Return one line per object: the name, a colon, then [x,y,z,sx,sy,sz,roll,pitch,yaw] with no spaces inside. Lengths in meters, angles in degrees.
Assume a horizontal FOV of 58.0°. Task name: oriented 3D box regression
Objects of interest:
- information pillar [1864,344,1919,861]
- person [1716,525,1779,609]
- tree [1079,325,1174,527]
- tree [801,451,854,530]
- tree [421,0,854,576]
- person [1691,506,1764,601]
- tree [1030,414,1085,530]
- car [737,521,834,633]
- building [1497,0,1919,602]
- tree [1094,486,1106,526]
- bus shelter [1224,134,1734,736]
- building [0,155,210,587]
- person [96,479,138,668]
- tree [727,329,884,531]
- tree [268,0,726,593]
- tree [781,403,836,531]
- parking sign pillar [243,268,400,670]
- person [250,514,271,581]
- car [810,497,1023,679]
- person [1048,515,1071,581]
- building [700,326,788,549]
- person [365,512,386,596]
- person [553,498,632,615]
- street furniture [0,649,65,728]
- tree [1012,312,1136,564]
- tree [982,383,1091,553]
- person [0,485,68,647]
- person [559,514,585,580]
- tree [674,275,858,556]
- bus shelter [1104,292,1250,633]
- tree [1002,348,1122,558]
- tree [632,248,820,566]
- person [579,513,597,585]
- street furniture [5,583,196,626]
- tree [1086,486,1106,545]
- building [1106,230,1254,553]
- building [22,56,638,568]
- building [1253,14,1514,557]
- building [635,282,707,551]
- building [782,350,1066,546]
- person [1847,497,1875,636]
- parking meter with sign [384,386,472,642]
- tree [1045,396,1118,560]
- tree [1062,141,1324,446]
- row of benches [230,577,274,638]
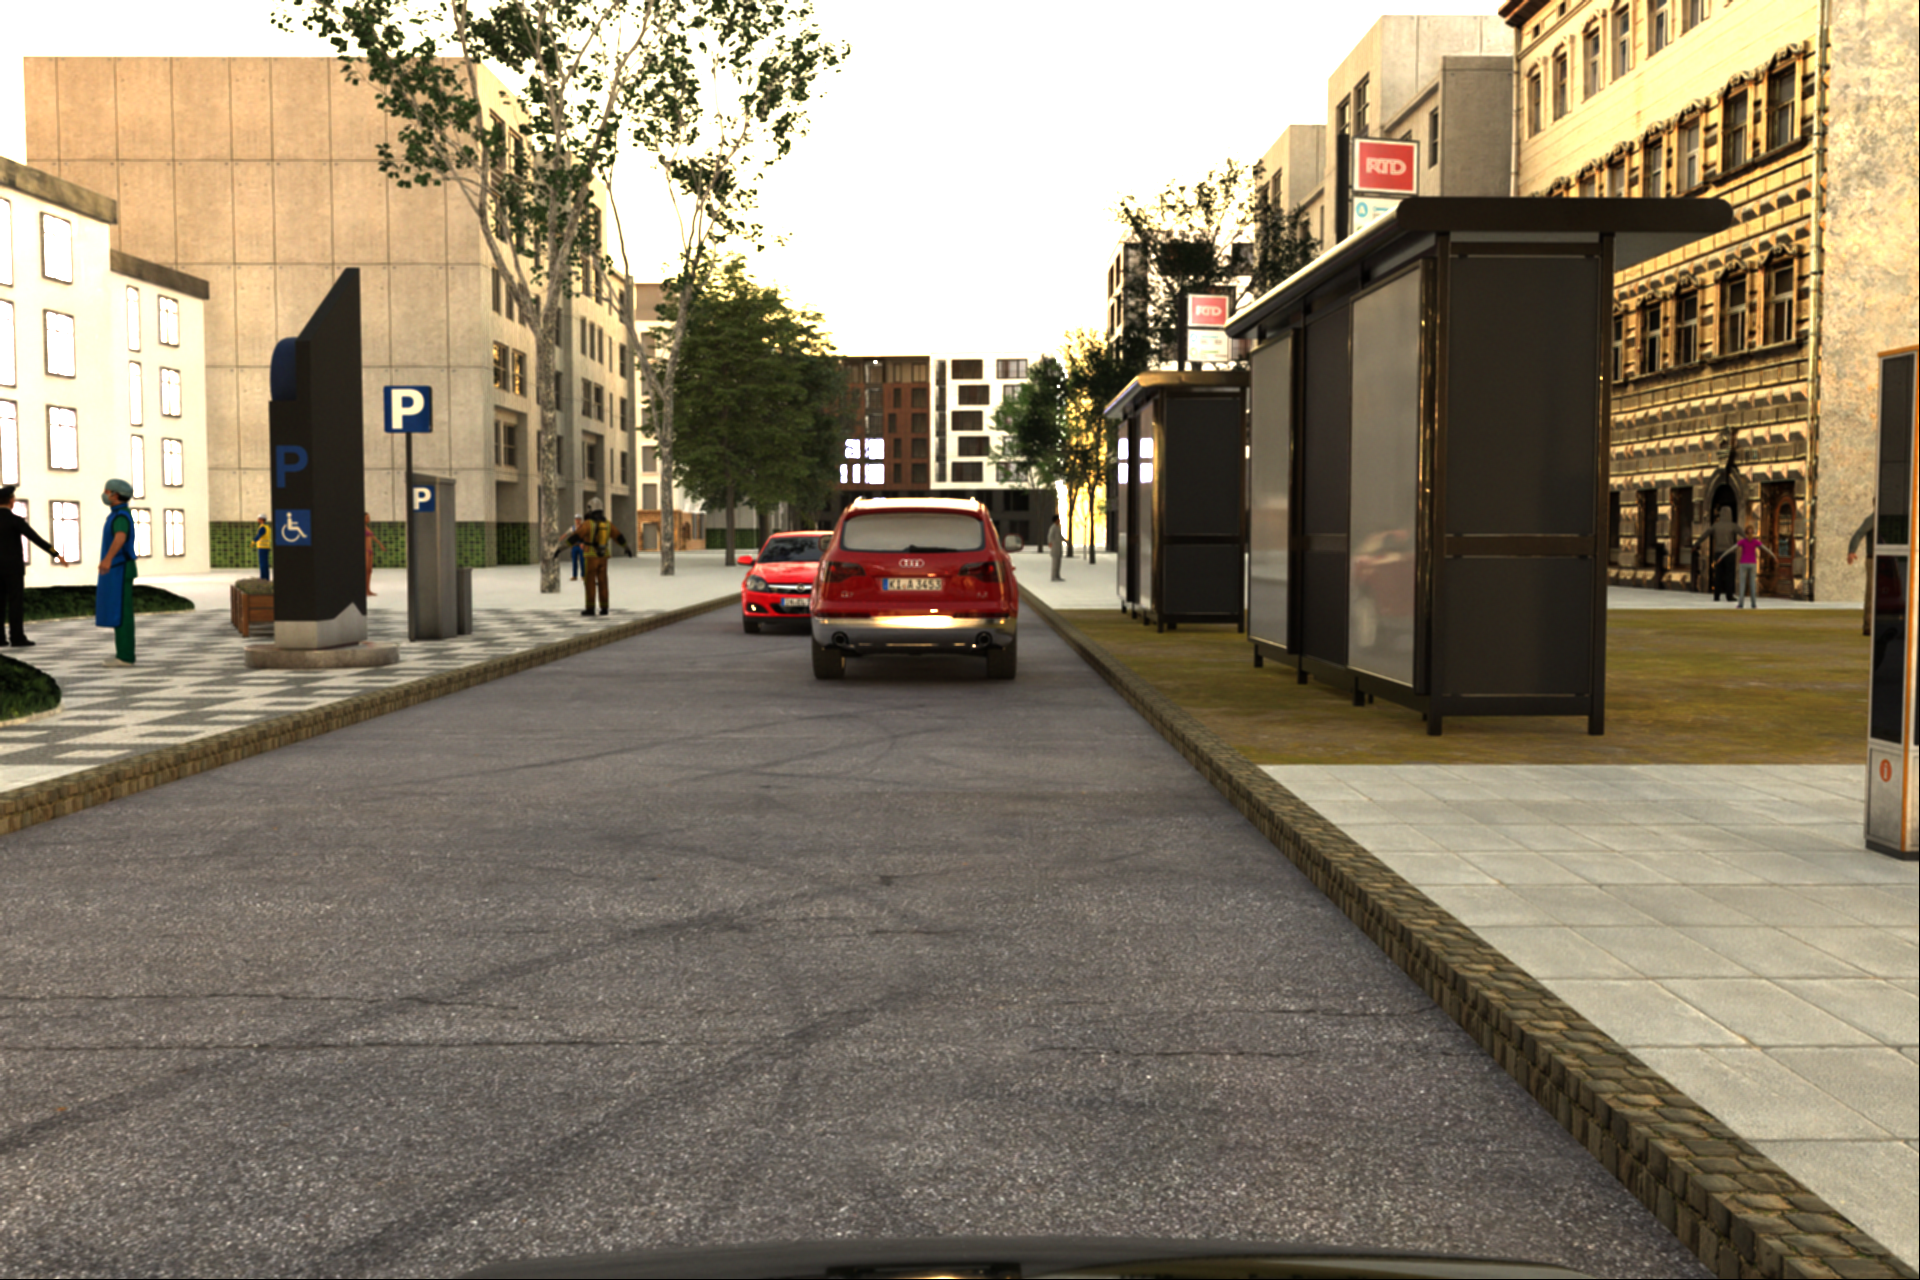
information pillar: [3.842,-0.146,6.876,0.304,2.012,0.304,0,4,0]
person: [13.591,-1.261,29.885,0.991,1.433,0.599,1,4,16]
tree: [5.707,-6.655,59.173,4.360,8.622,3.978,0,3,0]
tree: [-9.667,-10.008,113.991,4.360,8.622,3.978,0,3,0]
tree: [-10.069,-12.129,54.204,12.611,20.169,13.585,0,3,0]
person: [14.629,-1.649,33.097,1.348,1.813,0.705,3,5,42]
tree: [5.696,-9.382,103.757,4.360,8.622,3.978,0,3,0]
car: [-2.258,-1.061,26.390,2.155,1.783,4.494,0,4,-1]
building: [25.266,-12.860,41.184,19.493,23.208,18.063,0,4,0]
tree: [17.161,-15.463,203.186,4.737,8.622,4.395,0,3,0]
bus shelter: [3.668,-2.294,15.135,2.179,5.291,8.768,0,4,-2]
building: [-25.738,-6.212,43.718,9.099,9.664,28.070,0,3,0]
person: [-8.181,-0.653,16.796,0.704,1.817,1.347,-1,4,-23]
tree: [-9.693,-11.862,104.315,12.009,13.543,11.850,0,3,0]
tree: [-10.359,-11.131,37.879,12.611,20.169,13.585,0,3,0]
tree: [-9.022,-8.831,94.747,4.737,8.622,4.395,0,3,0]
parking sign pillar: [-6.289,-1.744,16.982,1.447,3.967,1.447,0,4,2]
person: [-18.883,-2.501,46.866,0.705,1.833,1.349,0,4,-4]
car: [-0.437,-0.611,18.661,2.281,1.827,5.304,0,4,0]
person: [2.664,-2.514,47.287,0.705,1.806,1.347,2,4,27]
building: [-26.089,-18.136,162.979,16.747,18.905,31.486,0,4,0]
person: [-12.292,-1.789,36.053,0.721,1.733,1.217,1,4,8]
person: [-5.778,-1.325,27.440,1.354,1.858,0.705,-3,5,-39]
street furniture: [-8.855,0.359,9.759,5.734,0.657,10.072,-1,4,-11]
tree: [5.408,-8.533,73.927,7.601,10.594,8.767,-3,5,-39]
tree: [5.345,-11.609,115.570,9.928,11.665,9.643,0,3,0]
person: [-10.879,-0.848,19.807,1.347,1.837,0.705,0,4,8]
person: [-10.571,-2.576,47.968,1.347,1.847,0.705,0,4,4]
tree: [-9.623,-10.854,84.126,9.857,13.997,8.962,0,3,0]
bus shelter: [3.403,-2.990,26.524,2.179,5.291,8.768,0,4,1]
tree: [6.203,-10.328,94.625,9.928,11.665,9.643,0,3,0]
tree: [-9.677,-9.264,69.597,7.486,12.596,7.792,0,3,0]
person: [-9.301,-2.288,43.589,0.705,1.806,1.347,1,4,12]
street furniture: [-15.303,-0.563,24.828,5.734,0.657,10.072,0,4,6]
tree: [17.633,-15.757,207.988,4.360,8.622,3.978,0,3,0]
building: [24.932,-17.666,132.807,27.936,21.610,32.646,0,3,0]
building: [-26.269,-13.073,80.193,16.747,18.905,31.486,0,4,0]
building: [22.601,-12.314,67.789,16.747,18.905,31.486,0,4,-1]
building: [-25.998,-16.824,131.486,16.016,20.090,11.380,0,4,-1]
building: [-4.021,-22.044,206.847,32.646,21.610,27.936,0,4,6]
person: [11.642,-0.955,21.884,1.348,1.796,0.705,-2,4,-24]
parking meter with sign: [-6.473,-1.530,21.284,0.543,3.016,1.738,0,4,2]
tree: [6.264,-8.327,86.504,4.360,8.622,3.978,0,3,0]
tree: [6.074,-6.489,40.510,7.601,10.594,8.767,-3,5,-41]
row of benches: [-9.428,-0.483,23.361,1.422,0.672,4.104,-2,4,-24]
